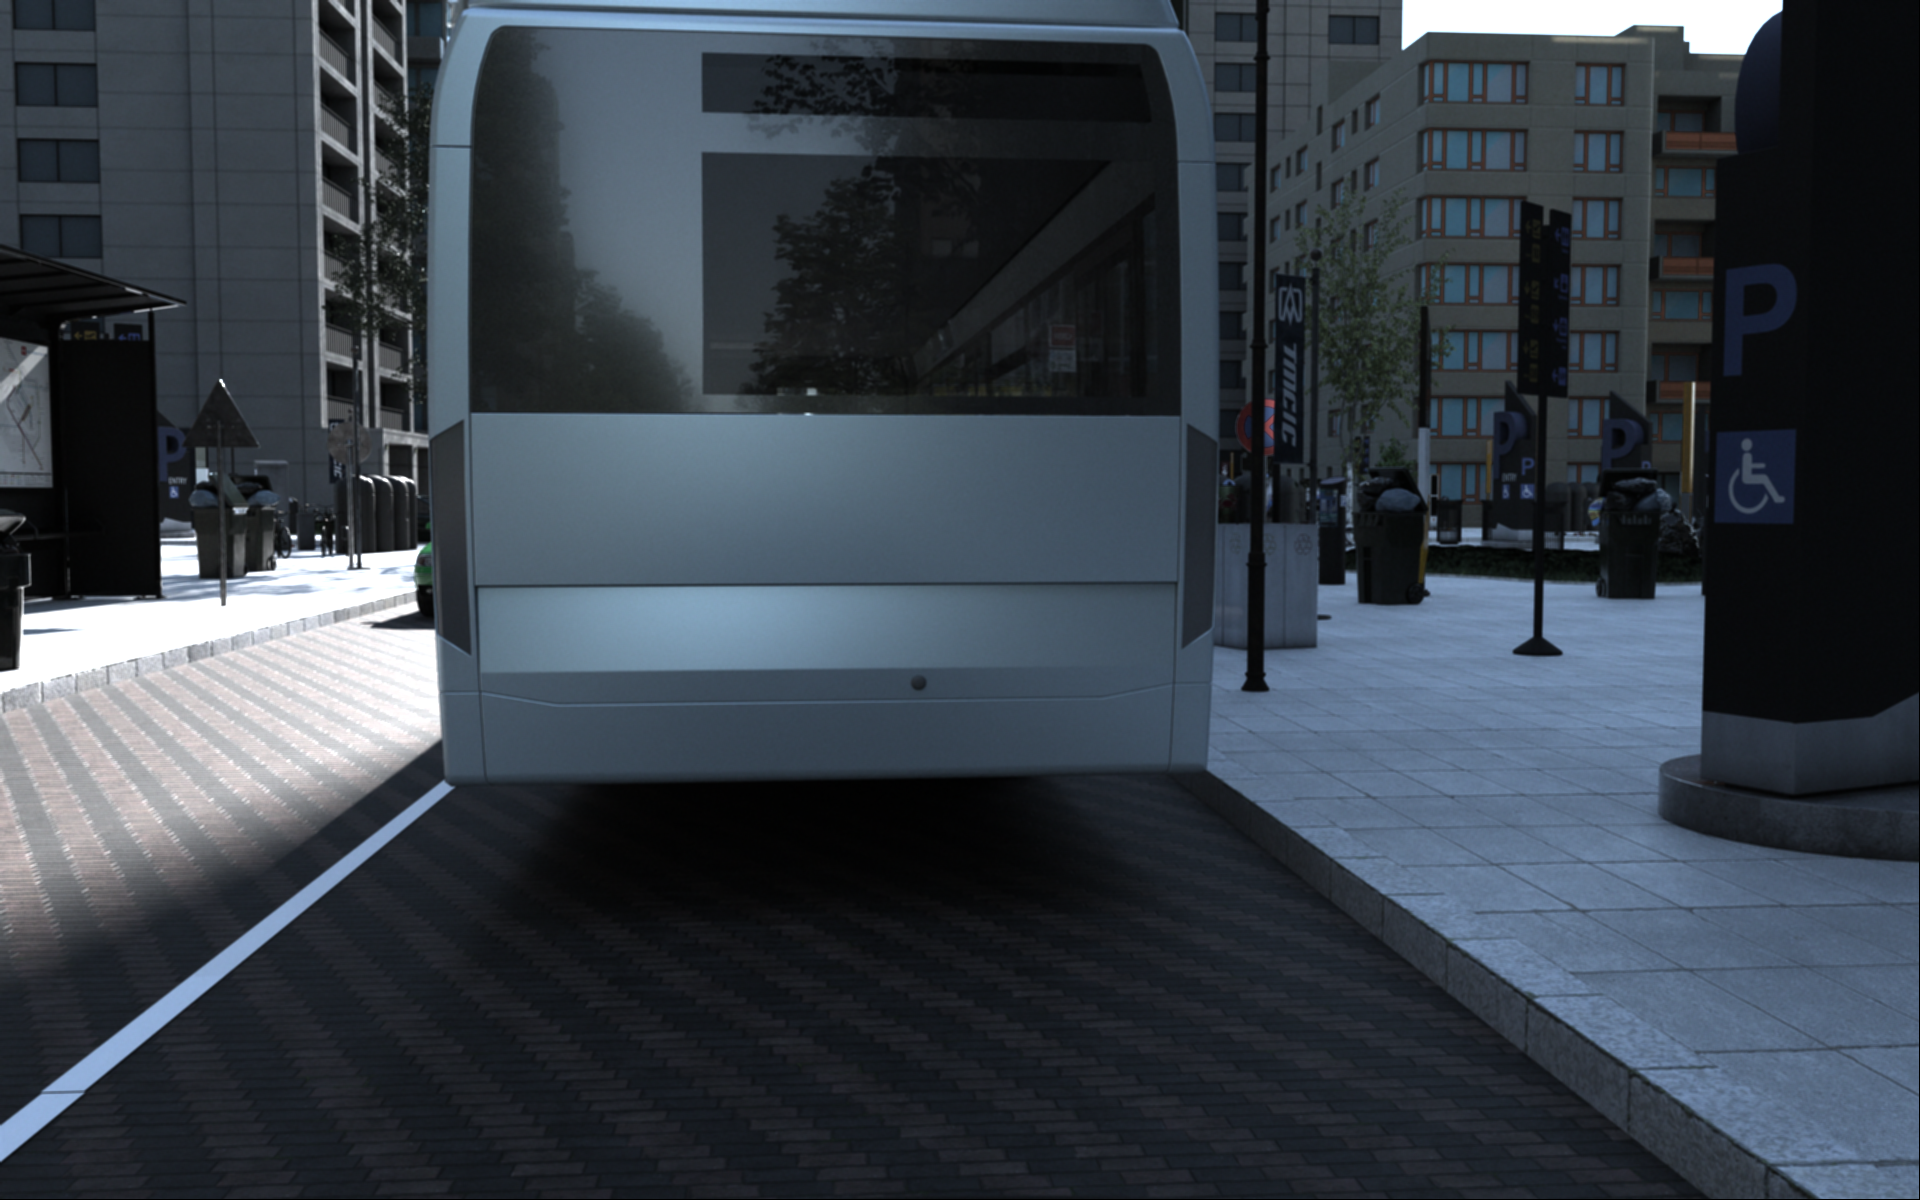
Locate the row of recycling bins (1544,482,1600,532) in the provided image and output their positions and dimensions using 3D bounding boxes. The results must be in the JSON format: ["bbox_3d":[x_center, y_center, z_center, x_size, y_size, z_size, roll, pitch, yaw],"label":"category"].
[{"bbox_3d":[21.310,-3.207,59.551,3.534,1.692,1.069,-3,5,-41],"label":"row of recycling bins"}]

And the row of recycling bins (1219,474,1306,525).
[{"bbox_3d":[5.706,-1.783,36.269,3.534,1.692,1.069,-3,4,-37],"label":"row of recycling bins"}]

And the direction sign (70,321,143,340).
[{"bbox_3d":[-11.266,-1.895,22.974,0.876,3.537,0.379,-3,5,-41],"label":"direction sign"}]

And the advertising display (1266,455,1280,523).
[{"bbox_3d":[5.029,-1.410,28.260,0.123,1.923,0.974,0,4,-5],"label":"advertising display"}]

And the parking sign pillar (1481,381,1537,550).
[{"bbox_3d":[12.982,-3.186,40.558,1.447,3.967,1.447,-1,4,-10],"label":"parking sign pillar"}]

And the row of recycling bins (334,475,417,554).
[{"bbox_3d":[-13.040,-1.943,38.881,1.069,1.692,3.534,0,4,1],"label":"row of recycling bins"}]

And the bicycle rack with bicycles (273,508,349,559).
[{"bbox_3d":[-13.706,-1.357,35.564,2.852,0.926,2.925,-1,4,-21],"label":"bicycle rack with bicycles"}]

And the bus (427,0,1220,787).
[{"bbox_3d":[-1.116,-1.059,12.180,2.948,3.499,13.247,0,4,-6],"label":"bus"}]

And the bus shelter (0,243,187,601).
[{"bbox_3d":[-10.004,-1.637,18.051,1.731,3.624,6.357,0,4,-5],"label":"bus shelter"}]

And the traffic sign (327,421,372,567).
[{"bbox_3d":[-10.706,-1.852,30.392,0.768,2.556,0.104,0,4,-4],"label":"traffic sign"}]

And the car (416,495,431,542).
[{"bbox_3d":[-14.572,-2.251,46.597,4.222,1.686,2.009,0,4,-3],"label":"car"}]

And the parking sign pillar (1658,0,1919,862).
[{"bbox_3d":[3.493,-1.110,6.616,1.447,3.967,1.447,-2,4,-27],"label":"parking sign pillar"}]

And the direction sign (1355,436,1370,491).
[{"bbox_3d":[15.785,-4.653,68.069,0.379,3.537,0.876,-2,4,-25],"label":"direction sign"}]

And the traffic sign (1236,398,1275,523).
[{"bbox_3d":[4.045,-1.405,23.074,0.768,2.556,0.104,0,4,2],"label":"traffic sign"}]

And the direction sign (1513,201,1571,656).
[{"bbox_3d":[4.634,-1.333,13.789,0.379,3.537,0.876,3,5,42],"label":"direction sign"}]

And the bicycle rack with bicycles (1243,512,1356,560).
[{"bbox_3d":[6.381,-1.203,33.058,2.925,0.926,2.852,0,4,7],"label":"bicycle rack with bicycles"}]

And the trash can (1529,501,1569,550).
[{"bbox_3d":[11.798,-1.411,34.725,0.748,1.137,0.748,0,3,0],"label":"trash can"}]

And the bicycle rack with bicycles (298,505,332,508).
[{"bbox_3d":[-22.134,-2.791,59.012,2.852,0.926,2.925,-3,5,-43],"label":"bicycle rack with bicycles"}]

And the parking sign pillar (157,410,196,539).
[{"bbox_3d":[-23.053,-3.787,50.396,1.447,3.967,1.447,1,4,20],"label":"parking sign pillar"}]

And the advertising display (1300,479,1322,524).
[{"bbox_3d":[14.616,-4.097,72.199,0.974,1.923,0.123,-1,4,-16],"label":"advertising display"}]

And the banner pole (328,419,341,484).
[{"bbox_3d":[-18.124,-3.724,50.912,0.863,3.779,0.401,-2,4,-30],"label":"banner pole"}]

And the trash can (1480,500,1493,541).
[{"bbox_3d":[13.300,-1.921,43.062,0.748,1.137,0.748,0,3,0],"label":"trash can"}]

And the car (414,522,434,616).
[{"bbox_3d":[-5.587,-0.798,21.837,1.959,1.807,4.718,0,4,-4],"label":"car"}]

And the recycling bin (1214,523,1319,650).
[{"bbox_3d":[2.536,-0.127,14.637,0.722,1.027,0.722,-2,4,-23],"label":"recycling bin"}]

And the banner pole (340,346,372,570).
[{"bbox_3d":[-10.144,-2.396,29.185,0.401,3.779,0.863,-1,4,-23],"label":"banner pole"}]

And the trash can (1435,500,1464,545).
[{"bbox_3d":[12.442,-1.981,44.039,0.748,1.137,0.748,0,3,0],"label":"trash can"}]

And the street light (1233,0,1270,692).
[{"bbox_3d":[1.930,-2.346,11.144,0.468,5.910,1.993,0,4,-5],"label":"street light"}]

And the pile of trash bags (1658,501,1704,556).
[{"bbox_3d":[12.970,-1.159,28.698,1.912,1.369,3.447,-1,4,-16],"label":"pile of trash bags"}]

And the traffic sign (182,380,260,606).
[{"bbox_3d":[-8.431,-1.208,19.758,0.884,2.594,0.081,0,4,0],"label":"traffic sign"}]

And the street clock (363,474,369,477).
[{"bbox_3d":[-21.825,-3.616,63.696,0.358,2.002,0.471,-1,4,-18],"label":"street clock"}]

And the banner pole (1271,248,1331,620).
[{"bbox_3d":[3.445,-1.686,17.586,0.863,3.779,0.401,-3,5,-39],"label":"banner pole"}]

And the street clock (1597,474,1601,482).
[{"bbox_3d":[23.574,-3.611,63.614,0.358,2.002,0.471,3,5,43],"label":"street clock"}]
